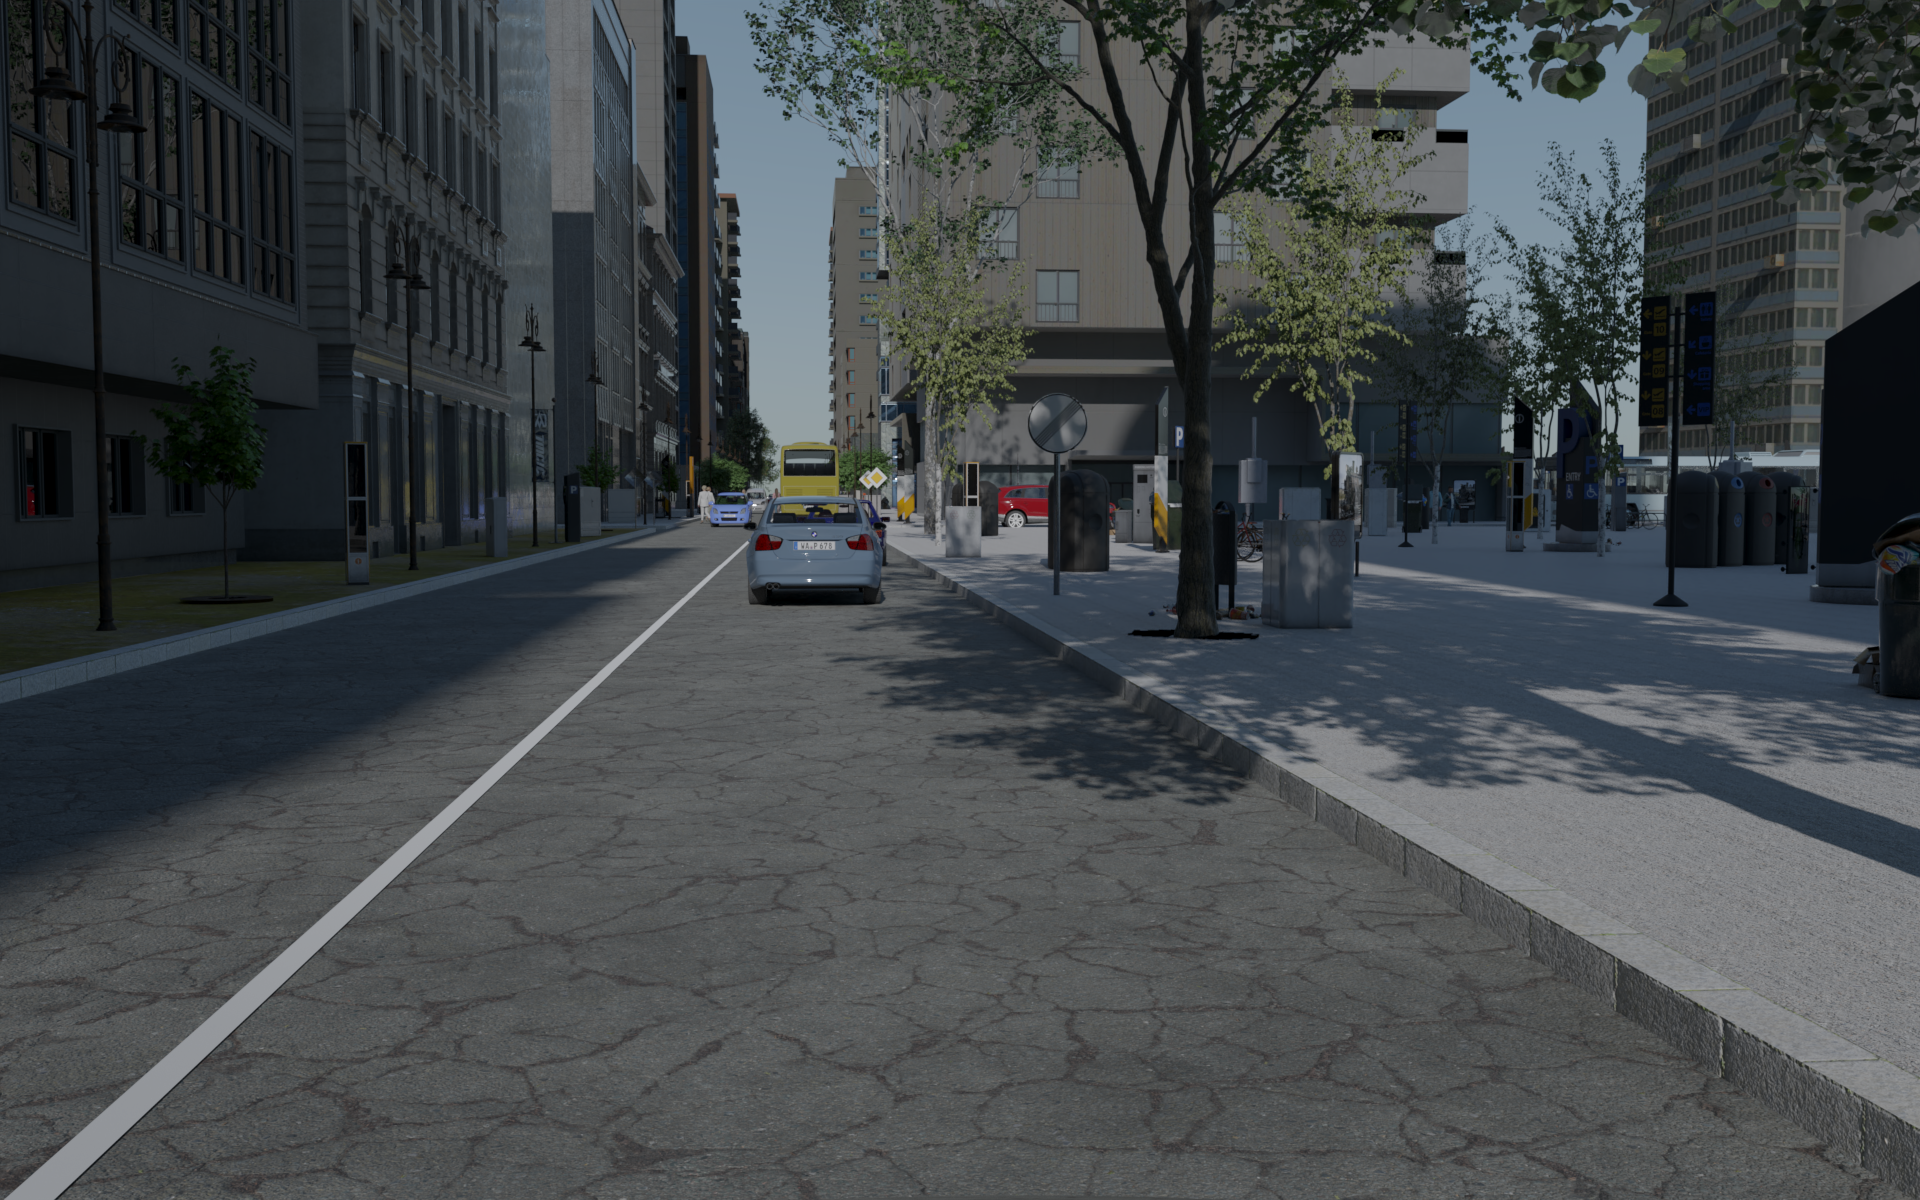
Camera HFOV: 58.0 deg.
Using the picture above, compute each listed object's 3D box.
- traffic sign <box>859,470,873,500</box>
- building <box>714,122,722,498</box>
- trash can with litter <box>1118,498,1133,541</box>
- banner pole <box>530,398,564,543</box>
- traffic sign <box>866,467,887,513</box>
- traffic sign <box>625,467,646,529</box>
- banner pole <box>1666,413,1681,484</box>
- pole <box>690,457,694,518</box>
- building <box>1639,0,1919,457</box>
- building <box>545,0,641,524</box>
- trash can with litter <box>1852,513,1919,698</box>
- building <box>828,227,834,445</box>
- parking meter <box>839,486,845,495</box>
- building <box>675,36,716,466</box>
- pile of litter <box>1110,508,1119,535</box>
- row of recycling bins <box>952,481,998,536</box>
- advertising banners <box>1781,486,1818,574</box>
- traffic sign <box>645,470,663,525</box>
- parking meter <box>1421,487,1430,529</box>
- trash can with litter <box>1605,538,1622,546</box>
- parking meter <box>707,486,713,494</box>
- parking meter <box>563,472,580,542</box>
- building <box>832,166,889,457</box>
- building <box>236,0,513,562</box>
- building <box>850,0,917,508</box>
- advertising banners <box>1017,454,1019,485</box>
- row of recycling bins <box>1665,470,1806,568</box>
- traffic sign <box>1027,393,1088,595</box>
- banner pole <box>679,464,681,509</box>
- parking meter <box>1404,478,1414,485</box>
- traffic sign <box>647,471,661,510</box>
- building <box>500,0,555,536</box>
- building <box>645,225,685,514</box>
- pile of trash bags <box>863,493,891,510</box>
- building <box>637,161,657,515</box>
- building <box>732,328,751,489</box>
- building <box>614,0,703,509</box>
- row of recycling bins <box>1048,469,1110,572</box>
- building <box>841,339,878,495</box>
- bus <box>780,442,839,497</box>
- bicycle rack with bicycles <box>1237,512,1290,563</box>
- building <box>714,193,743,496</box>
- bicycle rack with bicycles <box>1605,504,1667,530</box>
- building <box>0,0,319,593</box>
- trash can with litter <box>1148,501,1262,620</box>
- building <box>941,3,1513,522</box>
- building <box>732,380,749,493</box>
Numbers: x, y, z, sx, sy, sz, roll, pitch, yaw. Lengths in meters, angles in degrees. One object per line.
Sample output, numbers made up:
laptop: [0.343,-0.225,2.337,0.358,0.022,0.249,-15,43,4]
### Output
traffic sign: [-3.836,-4.218,72.610,0.795,2.450,0.064,0,4,-5]
building: [-38.582,-35.232,195.657,23.786,49.044,30.456,0,4,-5]
trash can with litter: [4.767,-2.235,47.934,0.624,1.170,1.055,-1,4,-16]
banner pole: [-10.722,-3.357,44.898,0.863,3.779,0.401,-2,4,-31]
traffic sign: [-3.104,-3.732,64.658,0.795,2.450,0.064,0,4,-5]
traffic sign: [-11.962,-3.683,63.866,0.795,2.450,0.064,0,4,-5]
banner pole: [21.847,-3.855,53.051,0.863,3.779,0.401,-3,5,-40]
pole: [-14.617,-6.149,94.379,0.158,3.312,0.155,0,3,0]
building: [54.305,-24.778,96.994,23.993,40.220,32.217,0,4,-5]
building: [-22.235,-16.141,81.933,12.078,24.808,19.932,0,4,-5]
trash can with litter: [6.060,0.013,11.180,0.624,1.170,1.055,0,4,7]
building: [-9.908,-38.096,277.490,22.147,44.769,28.867,0,4,-5]
parking meter: [-8.549,-7.336,125.647,0.399,1.863,0.255,3,5,43]
building: [-31.867,-32.019,173.625,14.600,45.320,14.200,0,4,-5]
pile of litter: [4.988,-2.467,54.296,1.719,0.858,1.176,1,4,22]
row of recycling bins: [0.417,-2.889,54.352,1.069,1.692,3.534,-1,4,-12]
advertising banners: [14.110,-1.948,28.031,2.074,3.025,0.090,-2,4,-23]
traffic sign: [-12.695,-4.170,71.817,0.795,2.450,0.064,0,4,-5]
parking meter: [16.877,-3.337,62.967,0.372,1.533,0.369,0,3,0]
trash can with litter: [16.325,-2.019,44.074,1.678,1.210,2.233,3,5,44]
parking meter: [-17.261,-6.976,119.773,0.399,1.863,0.255,0,4,-1]
parking meter: [-10.358,-2.476,46.188,0.399,1.863,0.255,-2,4,-34]
building: [-7.620,-38.446,252.292,21.300,48.544,21.600,0,4,-5]
building: [-16.961,-11.724,40.842,9.793,20.994,18.267,0,4,-5]
building: [0.323,-52.815,176.190,22.319,86.520,31.000,0,4,-5]
advertising banners: [2.458,-4.784,74.409,0.090,3.025,2.074,0,4,4]
row of recycling bins: [13.898,-1.466,31.085,3.534,1.692,1.069,-2,4,-34]
traffic sign: [1.227,-1.334,21.912,0.768,2.556,0.104,0,4,-2]
banner pole: [-23.602,-9.538,145.957,0.401,3.779,0.863,-1,4,-19]
parking meter: [16.454,-3.535,63.501,0.255,1.863,0.399,3,4,37]
traffic sign: [-13.494,-4.546,76.464,0.606,2.300,0.079,0,4,-3]
building: [-22.301,-12.264,55.268,16.860,20.320,10.420,0,4,-5]
building: [-25.926,-17.497,122.240,11.583,22.565,21.152,0,4,-5]
pile of trash bags: [-7.305,-8.249,144.622,1.912,1.369,3.447,-3,4,-38]
building: [-24.099,-16.692,101.786,11.050,23.489,19.941,0,4,-5]
building: [-43.170,-32.061,295.905,14.160,30.474,14.107,0,4,-5]
building: [-33.725,-43.808,154.510,20.563,71.187,20.611,0,4,-5]
row of recycling bins: [2.000,-1.407,30.112,1.069,1.692,3.534,0,4,0]
building: [-0.129,-22.209,208.152,27.650,21.520,28.899,0,4,-5]
bus: [-6.994,-5.441,80.506,2.896,3.916,12.252,0,4,-5]
bicycle rack with bicycles: [5.859,-1.209,33.154,2.925,0.926,2.852,1,4,15]
building: [-42.168,-36.069,244.348,22.147,44.769,28.867,0,4,-5]
bicycle rack with bicycles: [24.165,-3.035,63.008,2.925,0.926,2.852,-1,4,-9]
building: [-17.552,-13.779,18.792,14.314,27.812,24.014,0,4,-5]
trash can with litter: [2.787,-0.452,18.455,1.678,1.210,2.233,-1,4,-10]
building: [10.895,-30.590,89.384,27.495,52.752,28.713,0,4,-5]
building: [-47.826,-26.248,274.198,27.650,21.520,28.899,0,4,-5]
